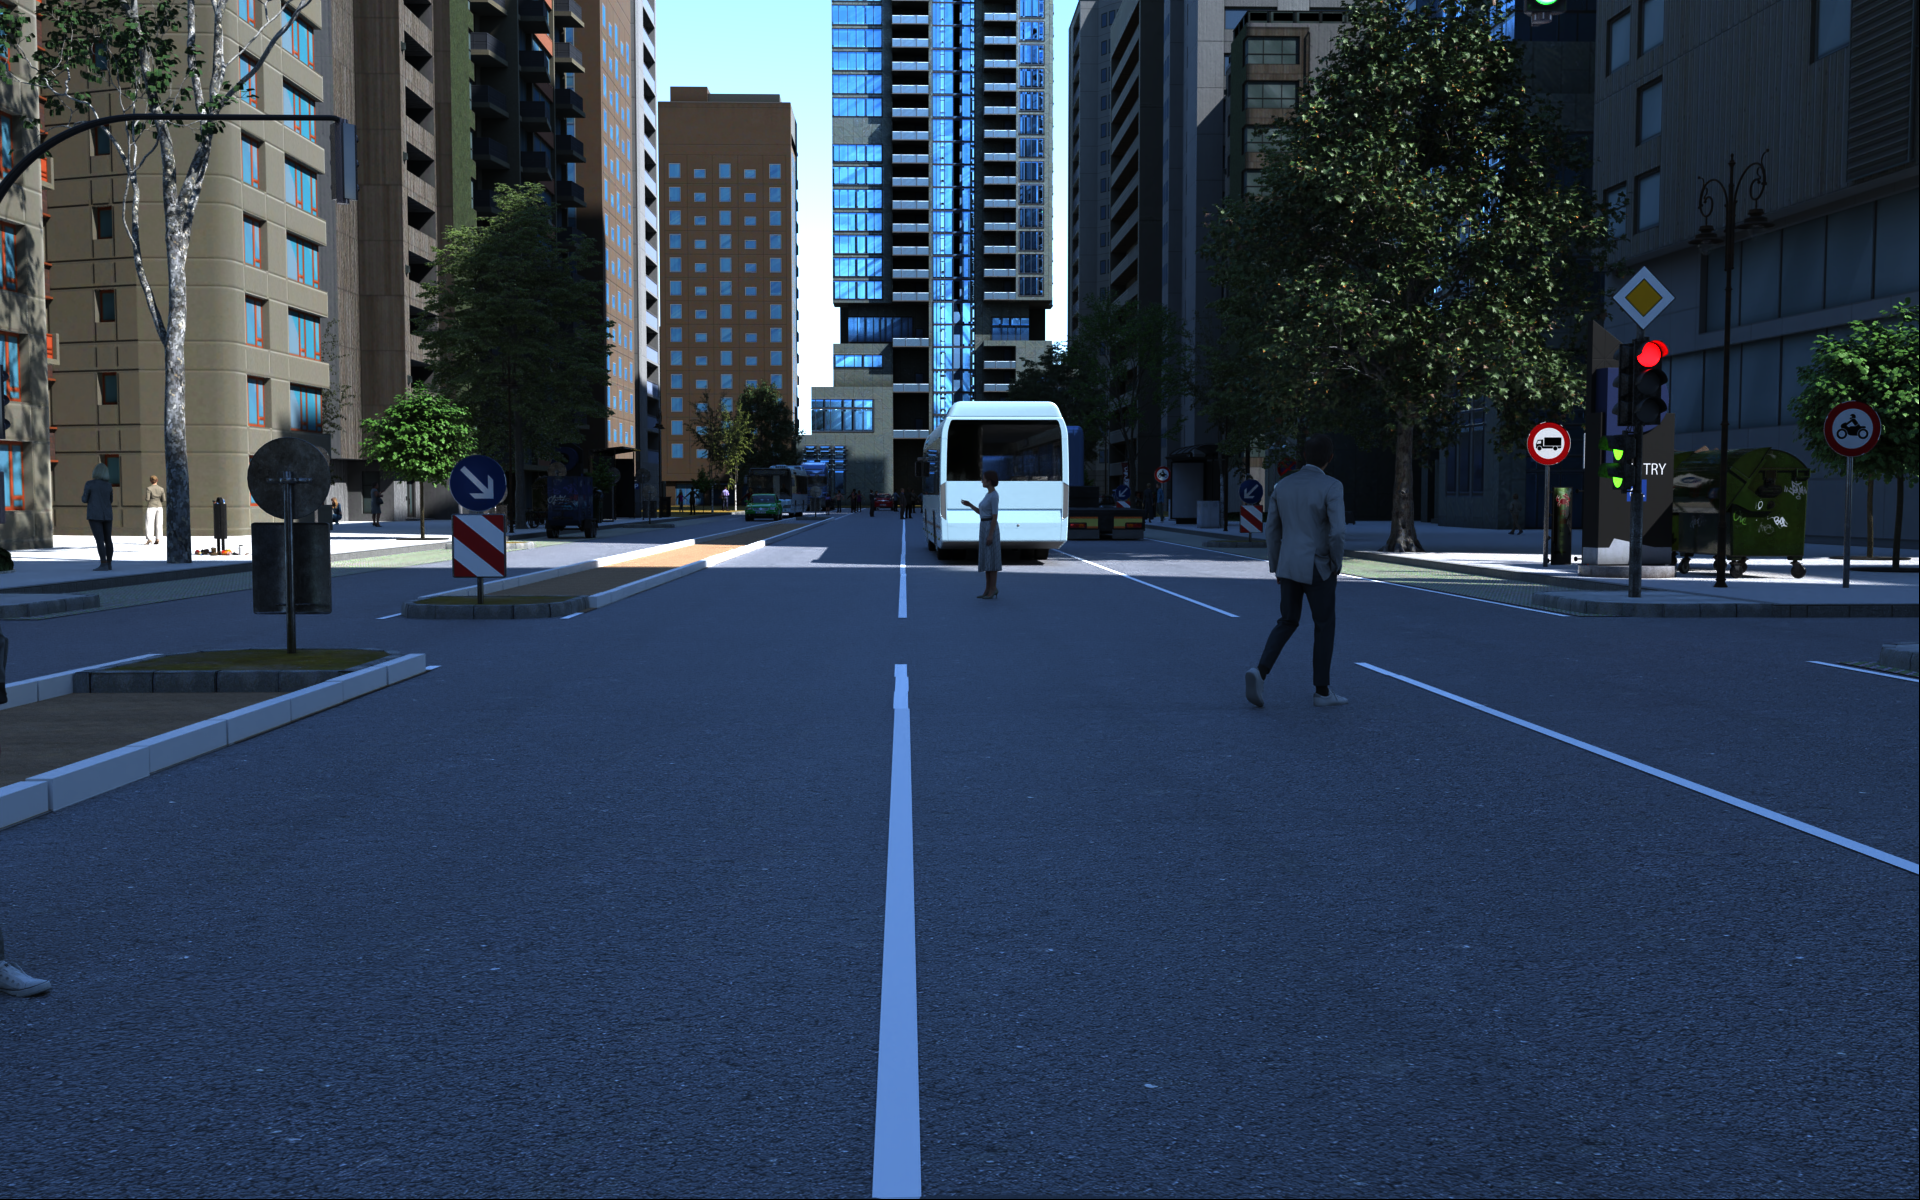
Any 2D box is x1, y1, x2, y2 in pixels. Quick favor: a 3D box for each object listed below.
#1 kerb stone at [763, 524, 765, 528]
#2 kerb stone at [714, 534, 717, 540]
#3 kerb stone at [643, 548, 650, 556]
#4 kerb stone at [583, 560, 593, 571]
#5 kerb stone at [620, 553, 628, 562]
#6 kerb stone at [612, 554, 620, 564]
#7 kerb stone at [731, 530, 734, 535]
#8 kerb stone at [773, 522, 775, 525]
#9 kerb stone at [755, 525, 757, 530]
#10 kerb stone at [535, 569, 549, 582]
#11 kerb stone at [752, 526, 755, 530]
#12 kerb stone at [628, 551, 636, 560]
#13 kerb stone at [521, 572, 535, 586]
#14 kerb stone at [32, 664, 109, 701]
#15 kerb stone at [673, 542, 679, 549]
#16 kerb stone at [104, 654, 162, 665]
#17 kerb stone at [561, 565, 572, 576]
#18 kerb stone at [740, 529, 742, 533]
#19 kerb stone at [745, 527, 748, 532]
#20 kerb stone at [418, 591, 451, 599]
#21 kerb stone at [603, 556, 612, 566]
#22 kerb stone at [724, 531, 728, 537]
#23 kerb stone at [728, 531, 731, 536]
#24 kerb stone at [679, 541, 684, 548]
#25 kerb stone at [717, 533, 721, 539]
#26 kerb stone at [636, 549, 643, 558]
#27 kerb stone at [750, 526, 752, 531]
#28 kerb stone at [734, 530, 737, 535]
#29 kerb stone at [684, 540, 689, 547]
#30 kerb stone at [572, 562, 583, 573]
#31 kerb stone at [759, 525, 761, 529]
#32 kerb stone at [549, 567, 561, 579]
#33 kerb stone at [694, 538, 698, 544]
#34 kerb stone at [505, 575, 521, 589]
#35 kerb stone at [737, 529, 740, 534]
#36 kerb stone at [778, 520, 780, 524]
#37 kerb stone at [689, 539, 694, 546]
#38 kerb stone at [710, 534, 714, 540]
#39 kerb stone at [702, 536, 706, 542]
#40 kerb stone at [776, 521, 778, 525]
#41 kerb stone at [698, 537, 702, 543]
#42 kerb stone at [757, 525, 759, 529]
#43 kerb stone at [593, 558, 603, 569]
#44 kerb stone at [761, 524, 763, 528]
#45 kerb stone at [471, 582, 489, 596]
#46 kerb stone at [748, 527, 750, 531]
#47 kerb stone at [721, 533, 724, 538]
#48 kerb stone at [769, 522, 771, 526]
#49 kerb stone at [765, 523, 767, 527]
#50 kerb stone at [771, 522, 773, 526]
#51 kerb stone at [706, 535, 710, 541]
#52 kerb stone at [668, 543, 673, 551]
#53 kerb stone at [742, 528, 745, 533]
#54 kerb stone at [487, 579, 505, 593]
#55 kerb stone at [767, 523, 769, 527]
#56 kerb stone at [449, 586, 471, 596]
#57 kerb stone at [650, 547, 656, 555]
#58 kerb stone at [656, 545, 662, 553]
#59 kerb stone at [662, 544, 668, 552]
[{"bbox_3d":[-8.329,-3.062,72.294,0.120,0.150,1.000,0,4,-2],"label":"kerb stone"},{"bbox_3d":[-7.736,-1.936,53.865,0.120,0.150,1.000,0,4,-2],"label":"kerb stone"},{"bbox_3d":[-7.277,-1.060,39.522,0.120,0.150,1.000,0,4,-2],"label":"kerb stone"},{"bbox_3d":[-7.046,-0.621,32.341,0.120,0.150,1.000,0,4,-2],"label":"kerb stone"},{"bbox_3d":[-7.180,-0.869,36.436,0.120,0.150,1.000,0,4,-2],"label":"kerb stone"},{"bbox_3d":[-7.153,-0.804,35.414,0.120,0.150,1.000,0,4,-2],"label":"kerb stone"},{"bbox_3d":[-7.897,-2.250,58.984,0.120,0.150,1.000,0,4,-2],"label":"kerb stone"},{"bbox_3d":[-8.494,-3.378,77.423,0.120,0.150,1.000,0,4,-2],"label":"kerb stone"},{"bbox_3d":[-8.194,-2.814,68.205,0.120,0.150,1.000,0,4,-2],"label":"kerb stone"},{"bbox_3d":[-6.915,-0.370,28.247,0.120,0.150,1.000,0,4,-2],"label":"kerb stone"},{"bbox_3d":[-8.164,-2.750,67.184,0.120,0.150,1.000,0,4,-2],"label":"kerb stone"},{"bbox_3d":[-7.207,-0.929,37.470,0.120,0.150,1.000,0,4,-2],"label":"kerb stone"},{"bbox_3d":[-6.880,-0.307,27.223,0.120,0.150,1.000,0,4,-2],"label":"kerb stone"},{"bbox_3d":[-6.405,0.599,12.399,0.120,0.150,1.000,0,4,-2],"label":"kerb stone"},{"bbox_3d":[-7.444,-1.373,44.639,0.120,0.150,1.000,0,4,-2],"label":"kerb stone"},{"bbox_3d":[-6.439,0.538,13.421,0.120,0.150,1.000,0,4,-2],"label":"kerb stone"},{"bbox_3d":[-6.980,-0.495,30.294,0.120,0.150,1.000,0,4,-2],"label":"kerb stone"},{"bbox_3d":[-8.000,-2.438,62.058,0.120,0.150,1.000,0,4,-2],"label":"kerb stone"},{"bbox_3d":[-8.064,-2.561,64.107,0.120,0.150,1.000,0,4,-2],"label":"kerb stone"},{"bbox_3d":[-6.723,0.010,22.109,0.120,0.150,1.000,0,4,-2],"label":"kerb stone"},{"bbox_3d":[-7.115,-0.745,34.385,0.120,0.150,1.000,0,4,-2],"label":"kerb stone"},{"bbox_3d":[-7.834,-2.123,56.936,0.120,0.150,1.000,0,4,-2],"label":"kerb stone"},{"bbox_3d":[-7.865,-2.181,57.963,0.120,0.150,1.000,0,4,-2],"label":"kerb stone"},{"bbox_3d":[-7.476,-1.435,45.665,0.120,0.150,1.000,0,4,-2],"label":"kerb stone"},{"bbox_3d":[-7.770,-1.999,54.886,0.120,0.150,1.000,0,4,-2],"label":"kerb stone"},{"bbox_3d":[-7.249,-0.993,38.496,0.120,0.150,1.000,0,4,-2],"label":"kerb stone"},{"bbox_3d":[-8.134,-2.688,66.151,0.120,0.150,1.000,0,4,-2],"label":"kerb stone"},{"bbox_3d":[-7.933,-2.313,60.006,0.120,0.150,1.000,0,4,-2],"label":"kerb stone"},{"bbox_3d":[-7.504,-1.496,46.694,0.120,0.150,1.000,0,4,-2],"label":"kerb stone"},{"bbox_3d":[-7.012,-0.554,31.316,0.120,0.150,1.000,0,4,-2],"label":"kerb stone"},{"bbox_3d":[-8.269,-2.938,70.250,0.120,0.150,1.000,0,4,-2],"label":"kerb stone"},{"bbox_3d":[-6.954,-0.430,29.272,0.120,0.150,1.000,0,4,-2],"label":"kerb stone"},{"bbox_3d":[-7.573,-1.619,48.748,0.120,0.150,1.000,0,4,-2],"label":"kerb stone"},{"bbox_3d":[-6.852,-0.245,26.201,0.120,0.150,1.000,0,4,-2],"label":"kerb stone"},{"bbox_3d":[-7.964,-2.372,61.032,0.120,0.150,1.000,0,4,-2],"label":"kerb stone"},{"bbox_3d":[-8.593,-3.566,80.493,0.120,0.150,1.000,0,4,-2],"label":"kerb stone"},{"bbox_3d":[-7.533,-1.560,47.724,0.120,0.150,1.000,0,4,-2],"label":"kerb stone"},{"bbox_3d":[-7.699,-1.874,52.843,0.120,0.150,1.000,0,4,-2],"label":"kerb stone"},{"bbox_3d":[-7.633,-1.749,50.796,0.120,0.150,1.000,0,4,-2],"label":"kerb stone"},{"bbox_3d":[-8.556,-3.503,79.469,0.120,0.150,1.000,0,4,-2],"label":"kerb stone"},{"bbox_3d":[-7.604,-1.687,49.772,0.120,0.150,1.000,0,4,-2],"label":"kerb stone"},{"bbox_3d":[-8.227,-2.877,69.228,0.120,0.150,1.000,0,4,-2],"label":"kerb stone"},{"bbox_3d":[-7.073,-0.683,33.363,0.120,0.150,1.000,0,4,-2],"label":"kerb stone"},{"bbox_3d":[-8.300,-3.002,71.271,0.120,0.150,1.000,0,4,-2],"label":"kerb stone"},{"bbox_3d":[-6.783,-0.115,24.153,0.120,0.150,1.000,0,4,-2],"label":"kerb stone"},{"bbox_3d":[-8.101,-2.626,65.129,0.120,0.150,1.000,0,4,-2],"label":"kerb stone"},{"bbox_3d":[-7.801,-2.062,55.908,0.120,0.150,1.000,0,4,-2],"label":"kerb stone"},{"bbox_3d":[-8.427,-3.247,75.374,0.120,0.150,1.000,0,4,-2],"label":"kerb stone"},{"bbox_3d":[-8.361,-3.123,73.316,0.120,0.150,1.000,0,4,-2],"label":"kerb stone"},{"bbox_3d":[-8.456,-3.311,76.396,0.120,0.150,1.000,0,4,-2],"label":"kerb stone"},{"bbox_3d":[-7.666,-1.810,51.821,0.120,0.150,1.000,0,4,-2],"label":"kerb stone"},{"bbox_3d":[-7.408,-1.310,43.617,0.120,0.150,1.000,0,4,-2],"label":"kerb stone"},{"bbox_3d":[-8.030,-2.501,63.080,0.120,0.150,1.000,0,4,-2],"label":"kerb stone"},{"bbox_3d":[-6.825,-0.182,25.174,0.120,0.150,1.000,0,4,-2],"label":"kerb stone"},{"bbox_3d":[-8.398,-3.189,74.338,0.120,0.150,1.000,0,4,-2],"label":"kerb stone"},{"bbox_3d":[-6.758,-0.052,23.130,0.120,0.150,1.000,0,4,-2],"label":"kerb stone"},{"bbox_3d":[-7.301,-1.122,40.544,0.120,0.150,1.000,0,4,-2],"label":"kerb stone"},{"bbox_3d":[-7.340,-1.181,41.566,0.120,0.150,1.000,0,4,-2],"label":"kerb stone"},{"bbox_3d":[-7.371,-1.248,42.594,0.120,0.150,1.000,0,4,-2],"label":"kerb stone"}]
